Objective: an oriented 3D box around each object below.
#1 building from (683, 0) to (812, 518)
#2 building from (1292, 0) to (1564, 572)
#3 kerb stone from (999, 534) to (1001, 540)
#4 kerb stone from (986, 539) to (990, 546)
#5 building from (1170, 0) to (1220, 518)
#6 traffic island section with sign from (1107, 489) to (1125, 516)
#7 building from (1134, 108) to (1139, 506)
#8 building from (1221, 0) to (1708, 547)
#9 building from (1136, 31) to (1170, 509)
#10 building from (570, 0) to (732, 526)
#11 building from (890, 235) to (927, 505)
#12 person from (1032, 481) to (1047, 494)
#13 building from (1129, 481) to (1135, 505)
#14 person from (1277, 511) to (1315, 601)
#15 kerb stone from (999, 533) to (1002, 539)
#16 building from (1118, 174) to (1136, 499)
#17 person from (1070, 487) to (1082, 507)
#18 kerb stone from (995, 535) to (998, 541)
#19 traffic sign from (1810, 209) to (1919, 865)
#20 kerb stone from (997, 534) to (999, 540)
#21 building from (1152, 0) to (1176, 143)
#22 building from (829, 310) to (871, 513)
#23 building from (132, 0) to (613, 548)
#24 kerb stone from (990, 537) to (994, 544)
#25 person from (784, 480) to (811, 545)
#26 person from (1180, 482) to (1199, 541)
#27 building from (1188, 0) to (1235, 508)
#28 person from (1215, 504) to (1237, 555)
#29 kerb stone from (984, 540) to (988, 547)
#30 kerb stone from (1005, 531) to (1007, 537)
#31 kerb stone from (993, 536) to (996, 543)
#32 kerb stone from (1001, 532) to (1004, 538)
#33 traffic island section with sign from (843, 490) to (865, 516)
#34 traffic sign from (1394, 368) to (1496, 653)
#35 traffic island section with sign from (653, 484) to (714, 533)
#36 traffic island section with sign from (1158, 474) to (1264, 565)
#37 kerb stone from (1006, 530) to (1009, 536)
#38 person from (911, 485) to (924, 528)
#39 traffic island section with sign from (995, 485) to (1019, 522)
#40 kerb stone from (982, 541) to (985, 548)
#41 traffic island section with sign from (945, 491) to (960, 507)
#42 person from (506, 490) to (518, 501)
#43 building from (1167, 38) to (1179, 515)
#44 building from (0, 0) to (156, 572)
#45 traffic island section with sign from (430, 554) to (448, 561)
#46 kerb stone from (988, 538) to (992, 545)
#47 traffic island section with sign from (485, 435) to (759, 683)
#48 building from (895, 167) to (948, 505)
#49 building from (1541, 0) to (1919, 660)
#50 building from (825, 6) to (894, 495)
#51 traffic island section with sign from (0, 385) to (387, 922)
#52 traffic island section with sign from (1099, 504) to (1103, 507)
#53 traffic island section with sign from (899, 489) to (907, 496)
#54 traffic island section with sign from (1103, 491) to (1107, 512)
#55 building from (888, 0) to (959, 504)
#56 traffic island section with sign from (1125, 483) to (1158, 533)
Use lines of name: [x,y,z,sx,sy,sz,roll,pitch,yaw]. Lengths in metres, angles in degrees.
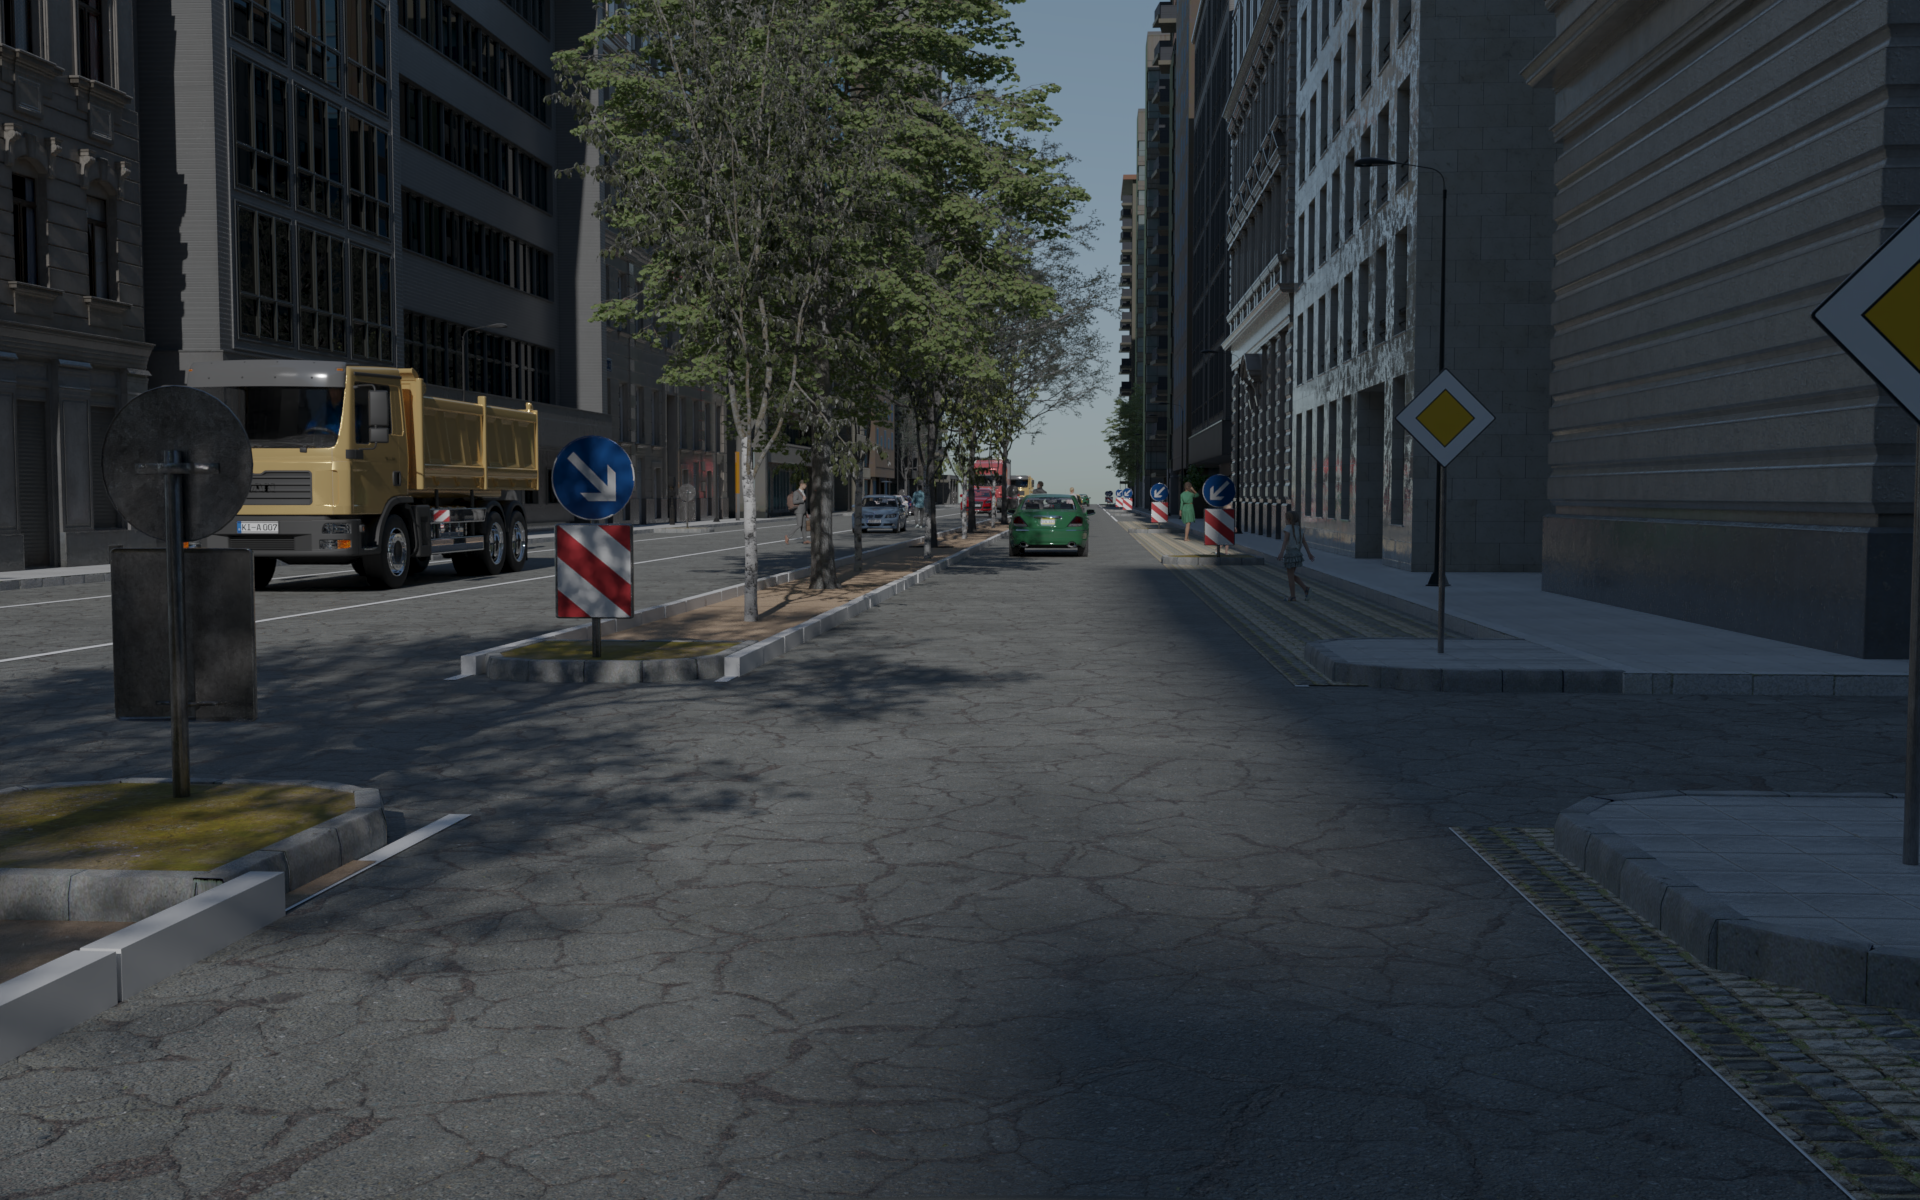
building: [-20.119,-29.200,101.114,21.300,48.544,21.600,0,4,4]
building: [13.212,-11.077,35.855,10.420,20.320,16.860,0,4,4]
kerb stone: [1.089,-1.883,52.974,0.120,0.150,1.000,0,4,4]
kerb stone: [0.645,-1.507,46.833,0.120,0.150,1.000,0,4,4]
building: [19.582,-27.439,98.735,14.600,45.320,14.200,0,4,4]
traffic island section with sign: [10.848,-6.415,113.521,1.989,1.847,2.006,0,4,4]
building: [25.903,-30.757,186.476,14.154,41.232,14.086,0,4,4]
building: [14.179,-13.802,54.537,11.050,23.489,19.941,0,4,4]
building: [23.643,-28.933,156.654,14.154,41.232,14.086,0,4,4]
building: [-18.335,-17.054,76.099,12.463,27.353,25.104,0,4,4]
building: [-10.821,-25.034,181.005,14.160,30.474,14.107,0,4,4]
person: [2.433,-2.861,55.080,0.655,1.846,0.447,-2,4,-32]
building: [36.433,-31.384,205.013,32.217,40.220,23.993,0,4,4]
person: [4.430,-0.577,22.950,0.505,1.210,0.382,-3,5,-44]
kerb stone: [1.162,-1.942,54.004,0.120,0.150,1.000,0,4,4]
building: [32.497,-35.328,232.229,22.147,44.769,28.867,0,4,4]
person: [5.140,-4.218,78.139,0.731,1.740,0.598,1,4,10]
kerb stone: [0.944,-1.757,50.929,0.120,0.150,1.000,0,4,4]
traffic sign: [3.292,-0.141,5.941,0.795,2.450,0.064,0,4,4]
kerb stone: [1.014,-1.820,51.950,0.120,0.150,1.000,0,4,4]
building: [26.116,-29.316,133.946,22.147,44.769,28.867,0,4,4]
building: [-22.137,-17.267,127.355,27.650,21.520,28.899,0,4,4]
building: [-20.630,-14.004,48.033,14.314,24.678,30.058,0,4,4]
kerb stone: [0.795,-1.628,48.888,0.120,0.150,1.000,0,4,4]
person: [-4.564,-2.494,49.249,0.822,1.834,0.622,0,4,5]
person: [6.906,-2.681,52.588,0.600,1.795,0.529,2,4,32]
building: [17.955,-17.287,76.149,14.314,27.812,24.014,0,4,4]
person: [6.176,-1.630,40.172,0.505,1.210,0.382,-2,4,-35]
kerb stone: [0.573,-1.444,45.811,0.120,0.150,1.000,0,4,4]
kerb stone: [1.393,-2.128,57.063,0.120,0.150,1.000,0,4,4]
kerb stone: [0.867,-1.695,49.910,0.120,0.150,1.000,0,4,4]
kerb stone: [1.236,-2.008,55.023,0.120,0.150,1.000,0,4,4]
traffic island section with sign: [-6.658,-6.511,115.080,1.989,1.847,2.006,0,4,4]
traffic sign: [3.874,-0.628,13.904,0.795,2.450,0.064,0,4,4]
traffic island section with sign: [-10.305,-3.449,65.012,1.989,1.847,2.006,0,4,4]
traffic island section with sign: [5.158,-1.649,35.582,1.989,1.847,2.006,0,4,4]
kerb stone: [1.463,-2.195,58.089,0.120,0.150,1.000,0,4,4]
person: [-1.734,-3.959,73.254,0.660,1.820,0.620,-1,4,-12]
traffic island section with sign: [2.664,-4.950,89.068,2.006,1.907,1.989,0,4,4]
kerb stone: [0.499,-1.382,44.791,0.120,0.150,1.000,0,4,4]
traffic island section with sign: [-0.652,-11.533,197.184,1.989,1.847,2.006,0,4,4]
person: [-11.615,-2.208,44.813,0.699,1.804,1.509,-1,4,-8]
building: [20.592,-20.892,113.280,14.160,30.474,14.107,0,4,4]
building: [-20.700,-10.692,23.969,9.793,20.994,18.267,0,4,4]
traffic island section with sign: [-12.305,-1.779,37.717,1.989,1.847,2.006,0,4,4]
kerb stone: [0.719,-1.564,47.856,0.120,0.150,1.000,0,4,4]
traffic island section with sign: [-2.804,-0.366,14.128,2.006,1.907,1.989,0,4,4]
building: [-13.000,-33.541,203.018,22.147,44.769,28.867,0,4,4]
building: [16.576,-11.495,16.822,19.941,23.489,11.050,0,4,4]
building: [-13.279,-30.424,147.550,14.600,45.320,14.200,0,4,4]
traffic island section with sign: [-3.353,0.085,6.741,2.006,1.907,1.989,0,4,4]
traffic island section with sign: [16.874,-11.455,195.910,1.989,1.847,2.006,0,4,4]
traffic island section with sign: [-4.684,-8.155,141.964,1.989,1.847,2.006,0,4,4]
traffic island section with sign: [12.812,-8.063,140.450,1.989,1.847,2.006,0,4,4]
building: [-10.694,-48.258,227.271,20.563,71.187,20.611,0,4,4]
traffic island section with sign: [7.200,-3.370,63.728,1.989,1.847,2.006,0,4,4]
